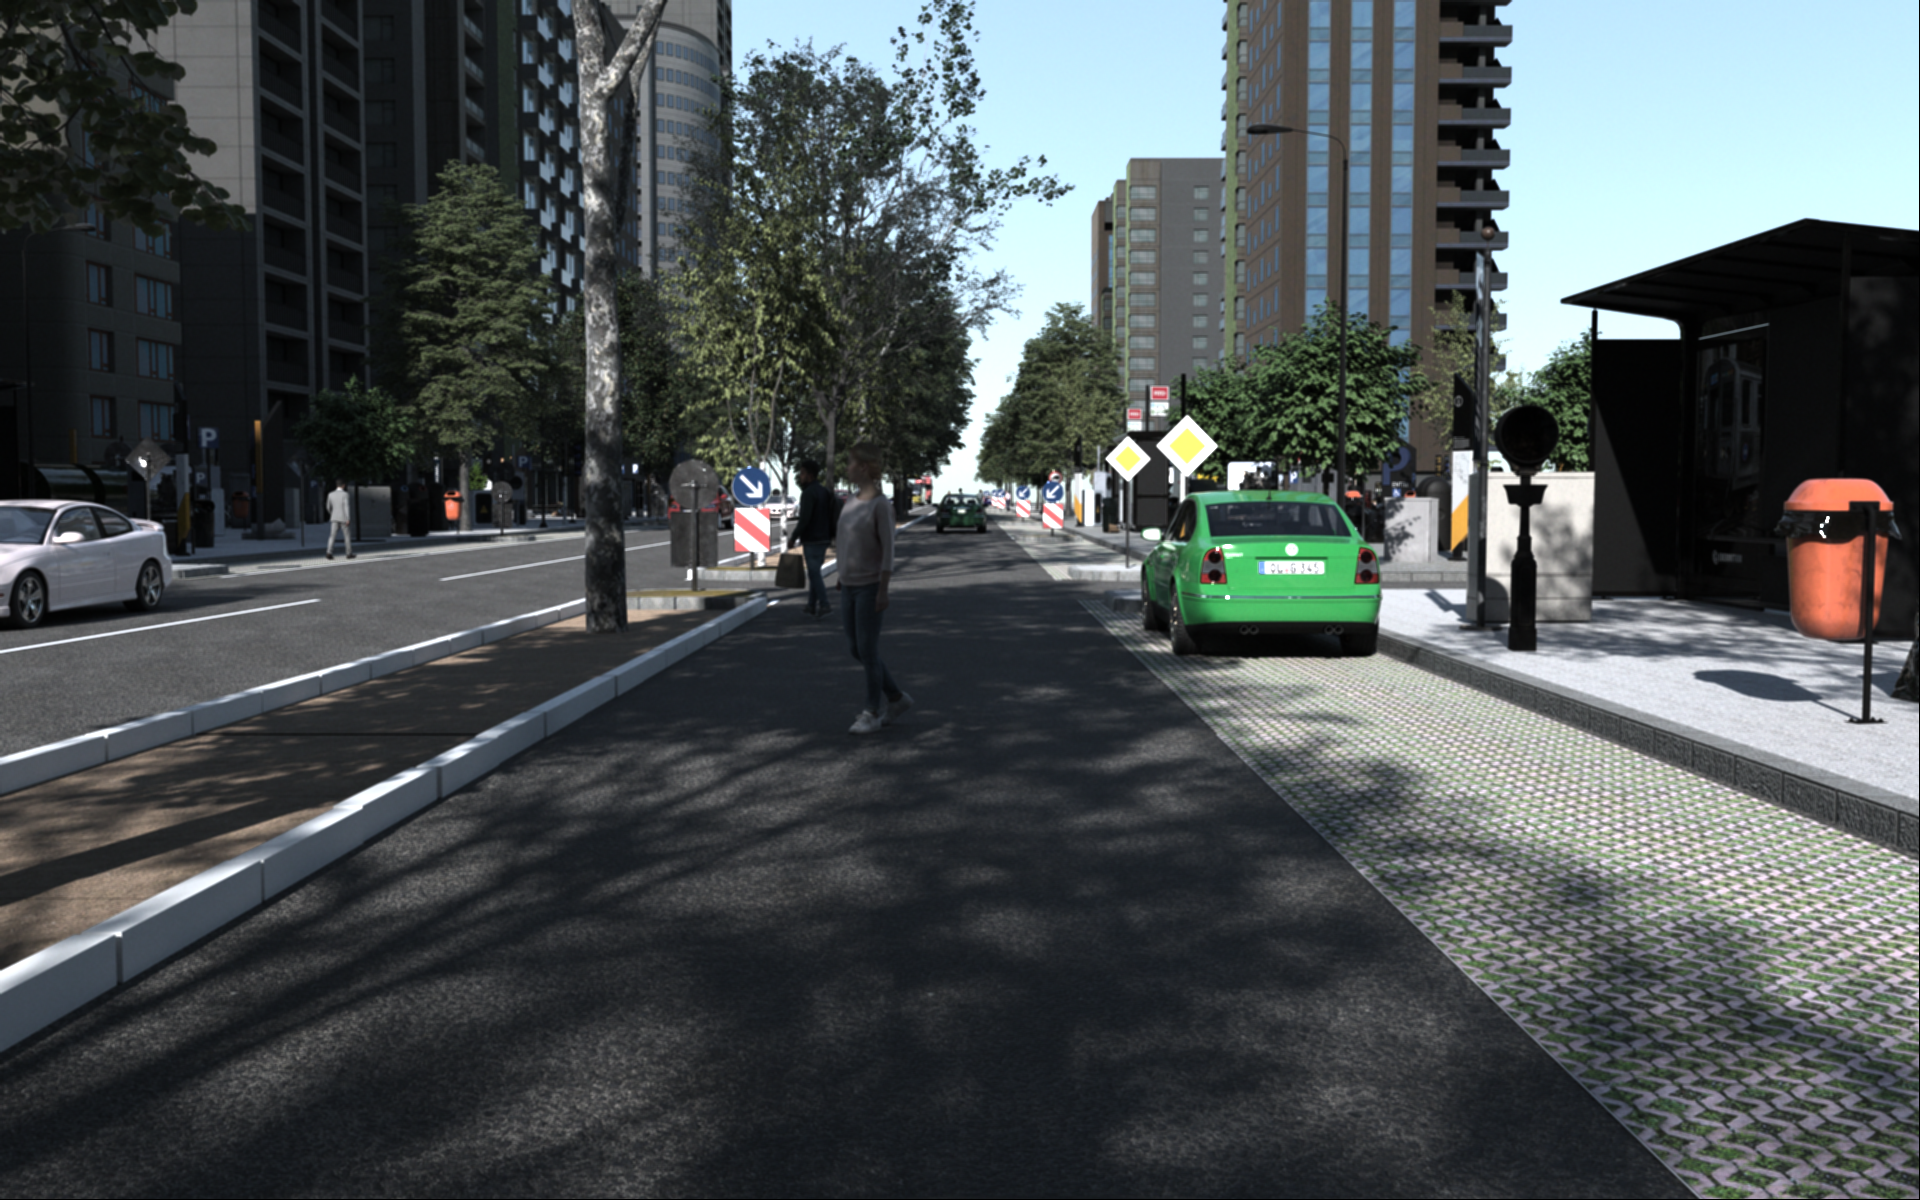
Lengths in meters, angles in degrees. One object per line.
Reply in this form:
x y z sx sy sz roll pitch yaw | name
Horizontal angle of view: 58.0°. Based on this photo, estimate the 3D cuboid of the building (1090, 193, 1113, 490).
26.782 -37.097 256.645 14.600 45.320 14.200 0 4 0 | building

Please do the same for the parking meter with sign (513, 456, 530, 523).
-19.735 -4.988 77.811 0.543 3.016 1.738 0 4 -5 | parking meter with sign

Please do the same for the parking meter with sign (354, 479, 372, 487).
-27.257 -5.067 79.100 1.738 3.016 0.543 0 4 0 | parking meter with sign

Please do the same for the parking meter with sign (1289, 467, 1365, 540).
9.055 -2.825 42.452 1.738 3.016 0.543 0 4 7 | parking meter with sign

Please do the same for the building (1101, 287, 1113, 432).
26.503 -28.757 241.883 14.160 30.474 14.107 0 4 0 | building

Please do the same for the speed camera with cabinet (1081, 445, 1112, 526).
5.503 -4.610 69.713 0.660 3.252 2.038 2 4 26 | speed camera with cabinet

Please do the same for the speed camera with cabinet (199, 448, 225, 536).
-23.003 -3.604 53.269 0.660 3.252 2.038 -2 4 -26 | speed camera with cabinet

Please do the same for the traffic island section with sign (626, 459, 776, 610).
-3.519 -0.864 22.267 2.006 1.907 1.989 0 4 0 | traffic island section with sign

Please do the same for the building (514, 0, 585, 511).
-41.712 -31.479 134.287 23.786 49.044 30.456 0 4 0 | building

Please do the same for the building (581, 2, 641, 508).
-37.327 -30.982 156.671 14.600 45.320 14.200 0 4 0 | building

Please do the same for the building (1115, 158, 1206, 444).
27.214 -32.393 213.219 14.154 41.232 14.086 0 4 0 | building

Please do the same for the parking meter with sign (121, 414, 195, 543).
-17.797 -2.546 37.890 1.738 3.016 0.543 0 4 4 | parking meter with sign

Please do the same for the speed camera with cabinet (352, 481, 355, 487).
-28.557 -5.483 83.978 0.660 3.252 2.038 2 4 25 | speed camera with cabinet

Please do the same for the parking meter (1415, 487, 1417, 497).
12.870 -2.440 48.309 0.372 1.533 0.369 0 3 0 | parking meter

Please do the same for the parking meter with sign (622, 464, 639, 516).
-19.359 -6.342 99.948 0.543 3.016 1.738 3 5 42 | parking meter with sign

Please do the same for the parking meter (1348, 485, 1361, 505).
11.348 -2.536 49.877 0.372 1.533 0.369 0 3 0 | parking meter

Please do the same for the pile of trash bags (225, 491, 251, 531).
-28.236 -3.468 66.453 3.447 1.369 1.912 -1 4 -9 | pile of trash bags

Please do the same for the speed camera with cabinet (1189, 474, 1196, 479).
11.549 -5.303 81.044 0.660 3.252 2.038 -3 5 -43 | speed camera with cabinet

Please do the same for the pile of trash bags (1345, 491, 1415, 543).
11.143 -2.270 46.863 1.912 1.369 3.447 -1 4 -10 | pile of trash bags

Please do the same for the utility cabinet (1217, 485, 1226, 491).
6.907 -2.142 43.701 1.173 1.500 0.318 3 4 38 | utility cabinet

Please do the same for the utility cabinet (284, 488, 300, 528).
-25.051 -3.404 64.327 1.173 1.500 0.318 2 4 25 | utility cabinet

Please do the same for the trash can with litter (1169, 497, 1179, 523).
8.474 -3.600 70.253 0.624 1.170 1.055 -1 4 -16 | trash can with litter

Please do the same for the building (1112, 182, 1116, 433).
26.879 -33.255 227.306 14.154 41.232 14.086 0 4 0 | building

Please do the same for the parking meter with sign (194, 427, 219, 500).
-20.253 -3.038 45.939 1.738 3.016 0.543 3 5 44 | parking meter with sign

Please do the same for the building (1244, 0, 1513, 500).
26.762 -28.342 113.504 14.600 45.320 14.200 0 4 0 | building

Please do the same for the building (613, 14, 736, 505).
-40.544 -41.217 215.902 21.231 58.520 28.212 0 4 0 | building

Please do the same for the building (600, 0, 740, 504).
-39.976 -49.041 240.067 20.563 71.187 20.611 0 4 0 | building

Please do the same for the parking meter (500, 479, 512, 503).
-17.050 -3.631 65.070 0.399 1.863 0.255 -1 4 -22 | parking meter

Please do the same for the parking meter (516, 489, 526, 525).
-18.327 -3.905 72.265 0.372 1.533 0.369 0 3 0 | parking meter

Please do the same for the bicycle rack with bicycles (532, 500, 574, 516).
-24.589 -5.489 103.127 2.925 0.926 2.852 0 4 -4 | bicycle rack with bicycles

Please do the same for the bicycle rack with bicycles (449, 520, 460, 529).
-19.440 -3.089 63.882 2.852 0.926 2.925 0 4 7 | bicycle rack with bicycles

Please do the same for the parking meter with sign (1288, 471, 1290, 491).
8.633 -2.899 43.658 1.738 3.016 0.543 -2 4 -31 | parking meter with sign

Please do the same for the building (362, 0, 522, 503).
-37.222 -26.203 112.017 14.154 41.232 14.086 0 4 0 | building

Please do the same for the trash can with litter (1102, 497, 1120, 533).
5.074 -2.817 57.447 0.624 1.170 1.055 -1 4 -11 | trash can with litter

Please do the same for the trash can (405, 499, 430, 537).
-16.287 -2.469 52.027 0.748 1.137 0.748 0 3 0 | trash can

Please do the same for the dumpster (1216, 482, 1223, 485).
7.733 -2.724 47.038 1.502 2.255 1.985 0 4 0 | dumpster

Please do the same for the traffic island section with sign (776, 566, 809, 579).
-3.482 -1.317 29.675 2.006 1.907 1.989 0 4 0 | traffic island section with sign

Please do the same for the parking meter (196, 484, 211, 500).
-19.594 -2.232 44.907 0.372 1.533 0.369 0 3 0 | parking meter

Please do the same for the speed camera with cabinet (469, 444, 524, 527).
-18.316 -4.535 68.484 2.038 3.252 0.660 -2 4 -25 | speed camera with cabinet

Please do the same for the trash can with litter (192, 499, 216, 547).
-18.263 -1.854 41.702 0.624 1.170 1.055 -1 4 -22 | trash can with litter

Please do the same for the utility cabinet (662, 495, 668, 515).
-17.908 -5.753 105.217 0.306 1.237 1.020 1 4 19 | utility cabinet

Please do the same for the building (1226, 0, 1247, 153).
26.415 -27.165 127.746 14.154 41.232 14.086 0 4 0 | building

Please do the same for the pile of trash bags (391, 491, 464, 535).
-17.407 -2.775 55.129 3.447 1.369 1.912 1 4 10 | pile of trash bags

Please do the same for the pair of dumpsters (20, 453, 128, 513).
-20.513 -2.280 39.777 1.574 2.255 4.437 0 4 0 | pair of dumpsters

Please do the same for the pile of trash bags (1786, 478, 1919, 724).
6.395 -0.031 10.260 3.447 1.369 1.912 -1 4 -14 | pile of trash bags

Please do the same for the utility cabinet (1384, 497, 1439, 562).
8.582 -1.332 32.940 0.306 1.237 1.020 -3 5 -42 | utility cabinet

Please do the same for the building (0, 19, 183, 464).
-46.321 -13.001 57.608 27.650 21.520 28.899 0 4 0 | building

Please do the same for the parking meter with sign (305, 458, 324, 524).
-27.659 -4.775 74.330 0.543 3.016 1.738 0 4 -4 | parking meter with sign

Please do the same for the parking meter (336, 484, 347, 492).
-25.511 -4.024 71.496 0.399 1.863 0.255 1 4 20 | parking meter

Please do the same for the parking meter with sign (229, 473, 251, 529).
-26.707 -4.161 64.295 1.738 3.016 0.543 -2 4 -29 | parking meter with sign

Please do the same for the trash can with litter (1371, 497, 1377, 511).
17.936 -3.923 75.530 0.624 1.170 1.055 -2 4 -32 | trash can with litter

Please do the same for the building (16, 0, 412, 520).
-40.379 -39.787 88.764 20.563 71.187 20.611 0 4 0 | building

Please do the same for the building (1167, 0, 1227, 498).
31.038 -51.176 149.399 22.319 86.520 31.000 0 4 0 | building

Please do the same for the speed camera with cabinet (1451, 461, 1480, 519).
19.996 -4.601 69.562 0.660 3.252 2.038 -3 4 -38 | speed camera with cabinet

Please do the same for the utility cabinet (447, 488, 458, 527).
-19.791 -3.518 66.199 1.173 1.500 0.318 1 4 12 | utility cabinet

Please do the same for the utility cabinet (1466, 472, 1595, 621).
5.695 -0.528 17.320 1.173 1.500 0.318 0 4 -4 | utility cabinet

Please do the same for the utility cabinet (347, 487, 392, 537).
-17.376 -2.586 50.968 1.173 1.500 0.318 -2 4 -29 | utility cabinet
